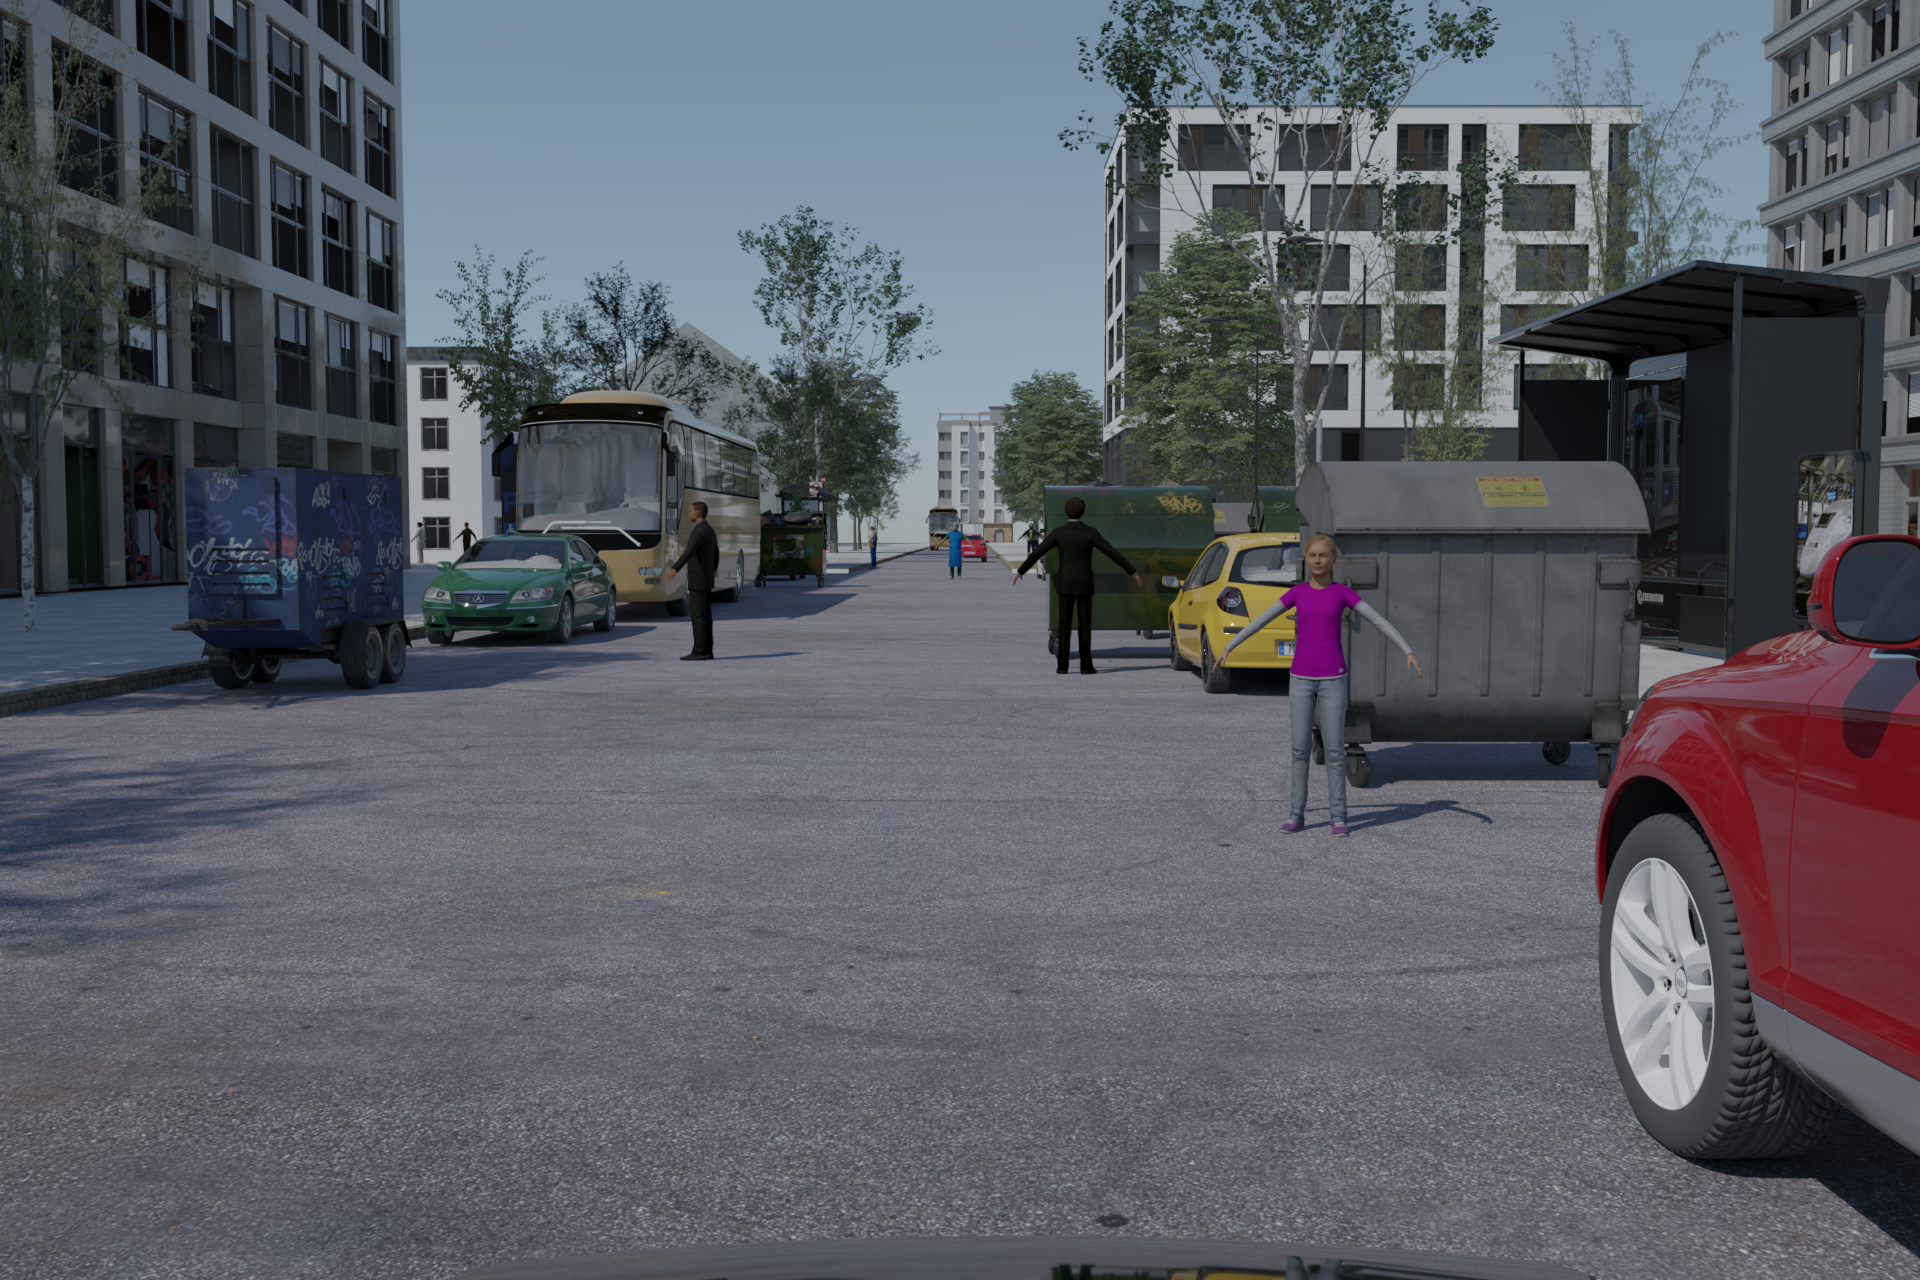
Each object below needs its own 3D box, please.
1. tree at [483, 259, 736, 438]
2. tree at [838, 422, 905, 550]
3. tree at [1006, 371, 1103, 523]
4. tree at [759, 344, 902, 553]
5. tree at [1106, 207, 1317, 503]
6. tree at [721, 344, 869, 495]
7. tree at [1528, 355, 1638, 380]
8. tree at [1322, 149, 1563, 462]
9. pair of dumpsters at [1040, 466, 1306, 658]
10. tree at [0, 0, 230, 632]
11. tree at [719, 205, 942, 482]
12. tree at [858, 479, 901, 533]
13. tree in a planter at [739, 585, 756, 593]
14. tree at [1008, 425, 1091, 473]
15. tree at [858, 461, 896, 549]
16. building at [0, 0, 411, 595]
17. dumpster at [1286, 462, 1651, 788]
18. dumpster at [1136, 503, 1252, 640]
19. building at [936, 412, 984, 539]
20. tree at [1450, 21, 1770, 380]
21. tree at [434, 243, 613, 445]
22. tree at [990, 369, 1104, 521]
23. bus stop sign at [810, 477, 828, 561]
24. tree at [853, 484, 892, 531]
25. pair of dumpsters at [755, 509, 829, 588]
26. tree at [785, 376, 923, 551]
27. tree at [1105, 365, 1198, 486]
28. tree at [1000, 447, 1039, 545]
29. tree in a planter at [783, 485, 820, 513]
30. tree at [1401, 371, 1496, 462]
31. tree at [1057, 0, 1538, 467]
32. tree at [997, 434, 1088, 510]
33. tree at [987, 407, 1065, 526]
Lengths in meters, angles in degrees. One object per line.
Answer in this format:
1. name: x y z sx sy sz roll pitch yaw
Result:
1. tree: -12.127 -7.659 59.630 8.767 10.594 7.601 -1 4 -14
2. tree: -8.317 -13.367 144.299 9.928 11.665 9.643 0 3 0
3. tree: 7.018 -12.375 120.466 7.486 12.596 7.792 0 3 0
4. tree: -8.612 -12.829 116.409 9.857 13.997 8.962 0 3 0
5. tree: 8.841 -8.746 61.122 7.486 12.596 7.792 0 3 0
6. tree: -8.668 -9.283 86.183 8.767 10.594 7.601 0 4 0
7. tree: 22.692 -6.991 64.673 4.360 8.622 3.978 0 3 0
8. tree: 8.738 -5.109 33.887 4.360 8.622 3.978 0 3 0
9. pair of dumpsters: 3.145 -0.931 20.168 4.436 2.255 1.574 0 4 1
10. tree: -12.339 -4.401 22.314 4.360 8.622 3.978 0 3 0
11. tree: -7.457 -14.828 98.321 12.611 20.169 13.585 0 3 0
12. tree: -12.301 -19.976 261.014 7.601 10.594 8.767 0 4 6
13. tree in a planter: -6.116 -2.797 42.952 1.991 3.239 1.994 0 4 0
14. tree: 7.797 -13.753 150.612 9.928 11.665 9.643 0 3 0
15. tree: -8.086 -12.339 152.112 4.360 8.622 3.978 0 3 0
16. building: -28.202 -14.521 40.628 19.350 26.588 34.151 0 4 0
17. dumpster: 2.948 -0.124 10.247 1.865 1.857 1.264 0 3 0
18. dumpster: 3.240 -0.964 23.975 1.865 1.857 1.264 0 4 -1
19. building: -3.305 -24.514 259.687 11.380 20.090 16.016 0 4 6
20. tree: 9.805 -4.549 24.737 4.360 8.622 3.978 0 3 0
21. tree: -11.423 -5.765 44.623 4.737 8.622 4.395 0 3 0
22. tree: 6.974 -13.817 132.561 9.857 13.997 8.962 0 3 0
23. bus stop sign: -6.604 -5.654 81.139 0.855 3.939 0.416 0 3 0
24. tree: -7.992 -13.262 167.197 4.360 8.622 3.978 0 3 0
25. pair of dumpsters: -5.776 -2.550 46.636 4.436 2.255 1.574 0 3 0
26. tree: -7.974 -13.509 131.234 12.009 13.543 11.850 0 3 0
27. tree: 8.285 -7.604 74.686 4.360 8.622 3.978 0 3 0
28. tree: 7.263 -14.254 158.810 9.928 11.665 9.643 0 3 0
29. tree in a planter: -5.931 -4.043 63.323 1.991 3.239 1.994 0 4 1
30. tree: 21.807 -7.735 76.823 4.737 8.622 4.395 0 3 0
31. tree: 8.933 -11.615 45.788 12.611 20.169 13.585 0 3 0
32. tree: 7.157 -12.747 142.829 8.767 10.594 7.601 0 4 5
33. tree: 7.255 -16.019 168.560 9.857 13.997 8.962 0 3 0
